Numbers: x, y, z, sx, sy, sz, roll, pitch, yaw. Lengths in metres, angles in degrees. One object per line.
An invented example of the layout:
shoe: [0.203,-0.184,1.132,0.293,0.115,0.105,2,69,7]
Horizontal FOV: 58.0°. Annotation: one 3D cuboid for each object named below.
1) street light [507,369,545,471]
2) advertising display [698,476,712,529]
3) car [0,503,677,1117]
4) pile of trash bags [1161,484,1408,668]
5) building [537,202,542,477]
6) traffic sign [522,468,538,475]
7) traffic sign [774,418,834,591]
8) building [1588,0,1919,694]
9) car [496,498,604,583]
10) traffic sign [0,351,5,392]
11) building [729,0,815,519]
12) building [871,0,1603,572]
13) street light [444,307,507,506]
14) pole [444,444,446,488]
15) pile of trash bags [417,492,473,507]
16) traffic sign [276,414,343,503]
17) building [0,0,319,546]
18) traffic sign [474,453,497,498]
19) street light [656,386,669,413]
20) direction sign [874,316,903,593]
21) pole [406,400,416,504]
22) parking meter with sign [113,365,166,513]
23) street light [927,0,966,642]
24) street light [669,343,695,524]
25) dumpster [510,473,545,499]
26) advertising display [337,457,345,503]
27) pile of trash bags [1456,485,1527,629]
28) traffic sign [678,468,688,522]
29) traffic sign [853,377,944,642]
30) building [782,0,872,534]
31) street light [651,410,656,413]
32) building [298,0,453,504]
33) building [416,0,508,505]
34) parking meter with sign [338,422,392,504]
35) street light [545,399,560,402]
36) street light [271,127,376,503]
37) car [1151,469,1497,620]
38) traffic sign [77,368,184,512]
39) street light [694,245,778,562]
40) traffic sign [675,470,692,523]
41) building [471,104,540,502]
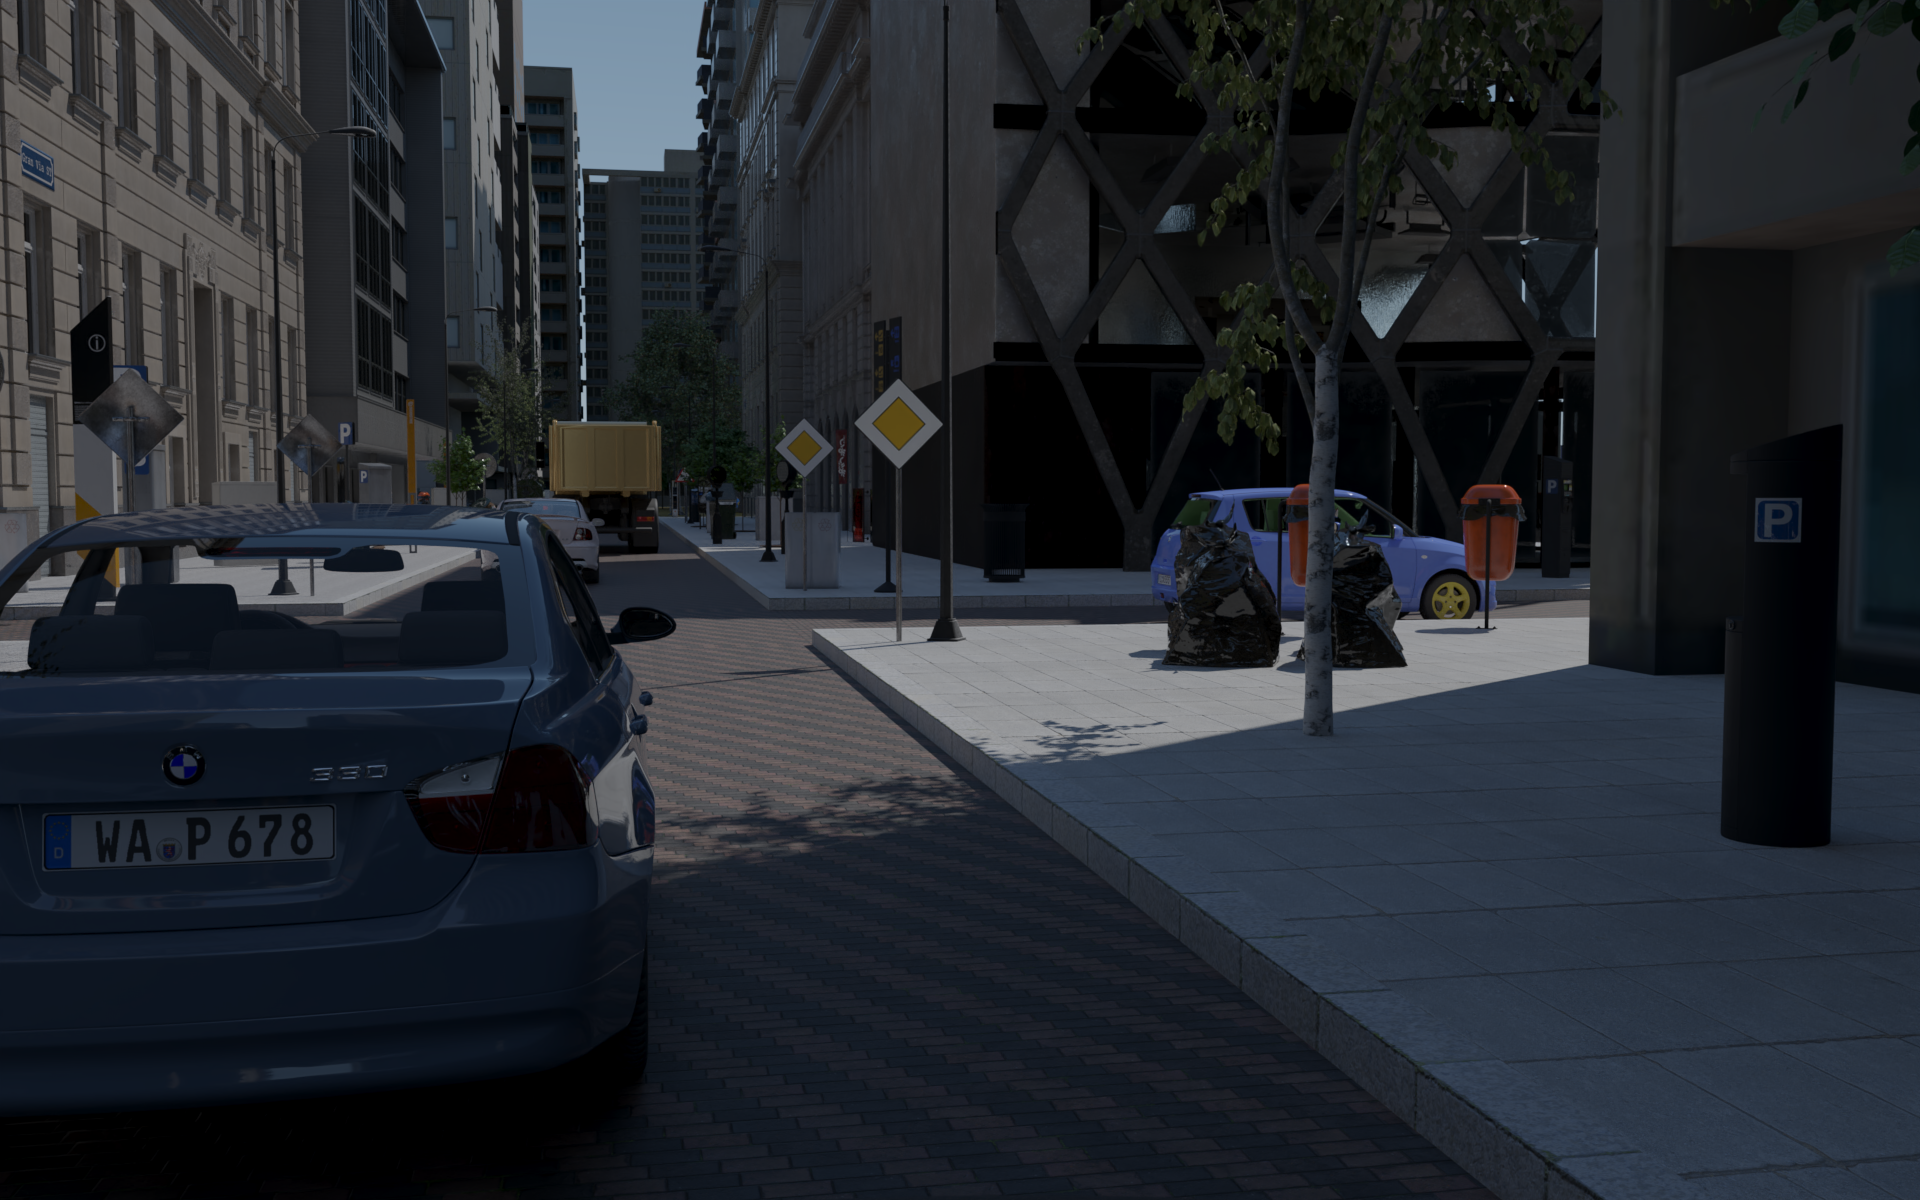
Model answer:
street light: [-16.287,-5.603,64.143,1.470,5.913,1.316,-1,4,-11]
advertising display: [-9.037,-3.525,62.841,0.974,1.923,0.123,1,4,15]
car: [-1.872,0.407,5.345,2.014,1.417,4.499,-1,4,-11]
pile of trash bags: [2.752,-0.279,14.312,1.912,1.369,3.447,1,4,16]
building: [-45.594,-23.639,158.198,14.107,30.474,14.160,-1,4,-11]
traffic sign: [-20.828,-5.127,83.935,0.768,2.556,0.104,0,4,-6]
traffic sign: [-2.052,-1.176,22.862,0.795,2.450,0.064,-1,4,-11]
building: [17.188,-23.218,3.312,21.300,48.544,21.600,-1,4,-11]
car: [-7.001,-1.016,28.981,2.083,1.381,4.827,-1,4,-13]
traffic sign: [-7.216,-0.750,12.368,0.768,2.556,0.104,0,4,-6]
building: [-4.424,-17.663,86.055,12.463,27.353,25.104,-1,4,-11]
building: [7.634,-10.278,35.492,16.811,18.784,16.820,-1,4,-11]
street light: [-12.165,-4.308,42.984,1.470,5.913,1.316,-1,4,-11]
pole: [-19.187,-4.338,64.778,0.158,3.312,0.155,0,3,0]
pile of trash bags: [-26.093,-4.755,87.492,1.912,1.369,3.447,1,4,23]
traffic sign: [-8.138,-1.105,21.709,0.795,2.450,0.064,-1,4,-11]
building: [-21.297,-14.509,34.486,12.463,27.353,25.104,-1,4,-11]
traffic sign: [-14.745,-3.277,53.691,0.768,2.556,0.104,0,4,-2]
street light: [-12.203,-6.250,74.723,1.470,5.913,1.316,-1,4,-11]
direction sign: [-0.938,-1.868,22.546,0.379,3.537,0.876,-2,4,-25]
pole: [-11.869,-2.669,37.486,0.158,3.312,0.155,0,3,0]
parking meter with sign: [-11.423,-1.715,24.306,0.543,3.016,1.738,-1,4,-10]
street light: [-0.651,-2.592,14.922,1.470,5.913,1.316,-1,4,-11]
street light: [-8.154,-4.959,53.621,1.470,5.913,1.316,-1,4,-11]
dumpster: [-19.829,-4.702,79.375,1.502,2.255,1.985,-1,4,-11]
advertising display: [-10.961,-1.559,30.708,0.123,1.923,0.974,-1,4,-19]
pile of trash bags: [6.413,-0.393,16.176,3.447,1.369,1.912,1,4,21]
traffic sign: [-12.721,-4.921,80.570,0.768,2.556,0.104,0,4,-7]
traffic sign: [-0.534,-0.696,15.022,0.795,2.450,0.064,-1,4,-11]
building: [1.347,-13.489,62.346,13.314,21.916,24.055,-1,4,-11]
street light: [-16.441,-7.576,96.407,1.470,5.913,1.316,-1,4,-11]
building: [-27.145,-14.865,62.116,14.314,24.678,30.058,-1,4,-11]
building: [-42.493,-31.552,105.113,28.713,52.752,27.495,-1,4,-11]
parking meter with sign: [-14.409,-2.844,42.765,0.543,3.016,1.738,2,4,34]
street light: [-20.231,-6.874,84.928,1.470,5.913,1.316,-1,4,-11]
street light: [-8.077,-3.023,21.963,1.470,5.913,1.316,-1,4,-11]
car: [3.969,-0.569,18.892,3.694,1.707,1.945,-1,4,-10]
traffic sign: [-6.619,-0.625,13.869,0.795,2.450,0.064,-1,4,-11]
street light: [-4.168,-3.674,32.616,1.470,5.913,1.316,-1,4,-11]
traffic sign: [-12.179,-4.693,76.727,0.884,2.594,0.081,0,4,-1]
building: [-38.976,-21.771,127.661,14.160,30.474,14.107,-1,4,-11]
